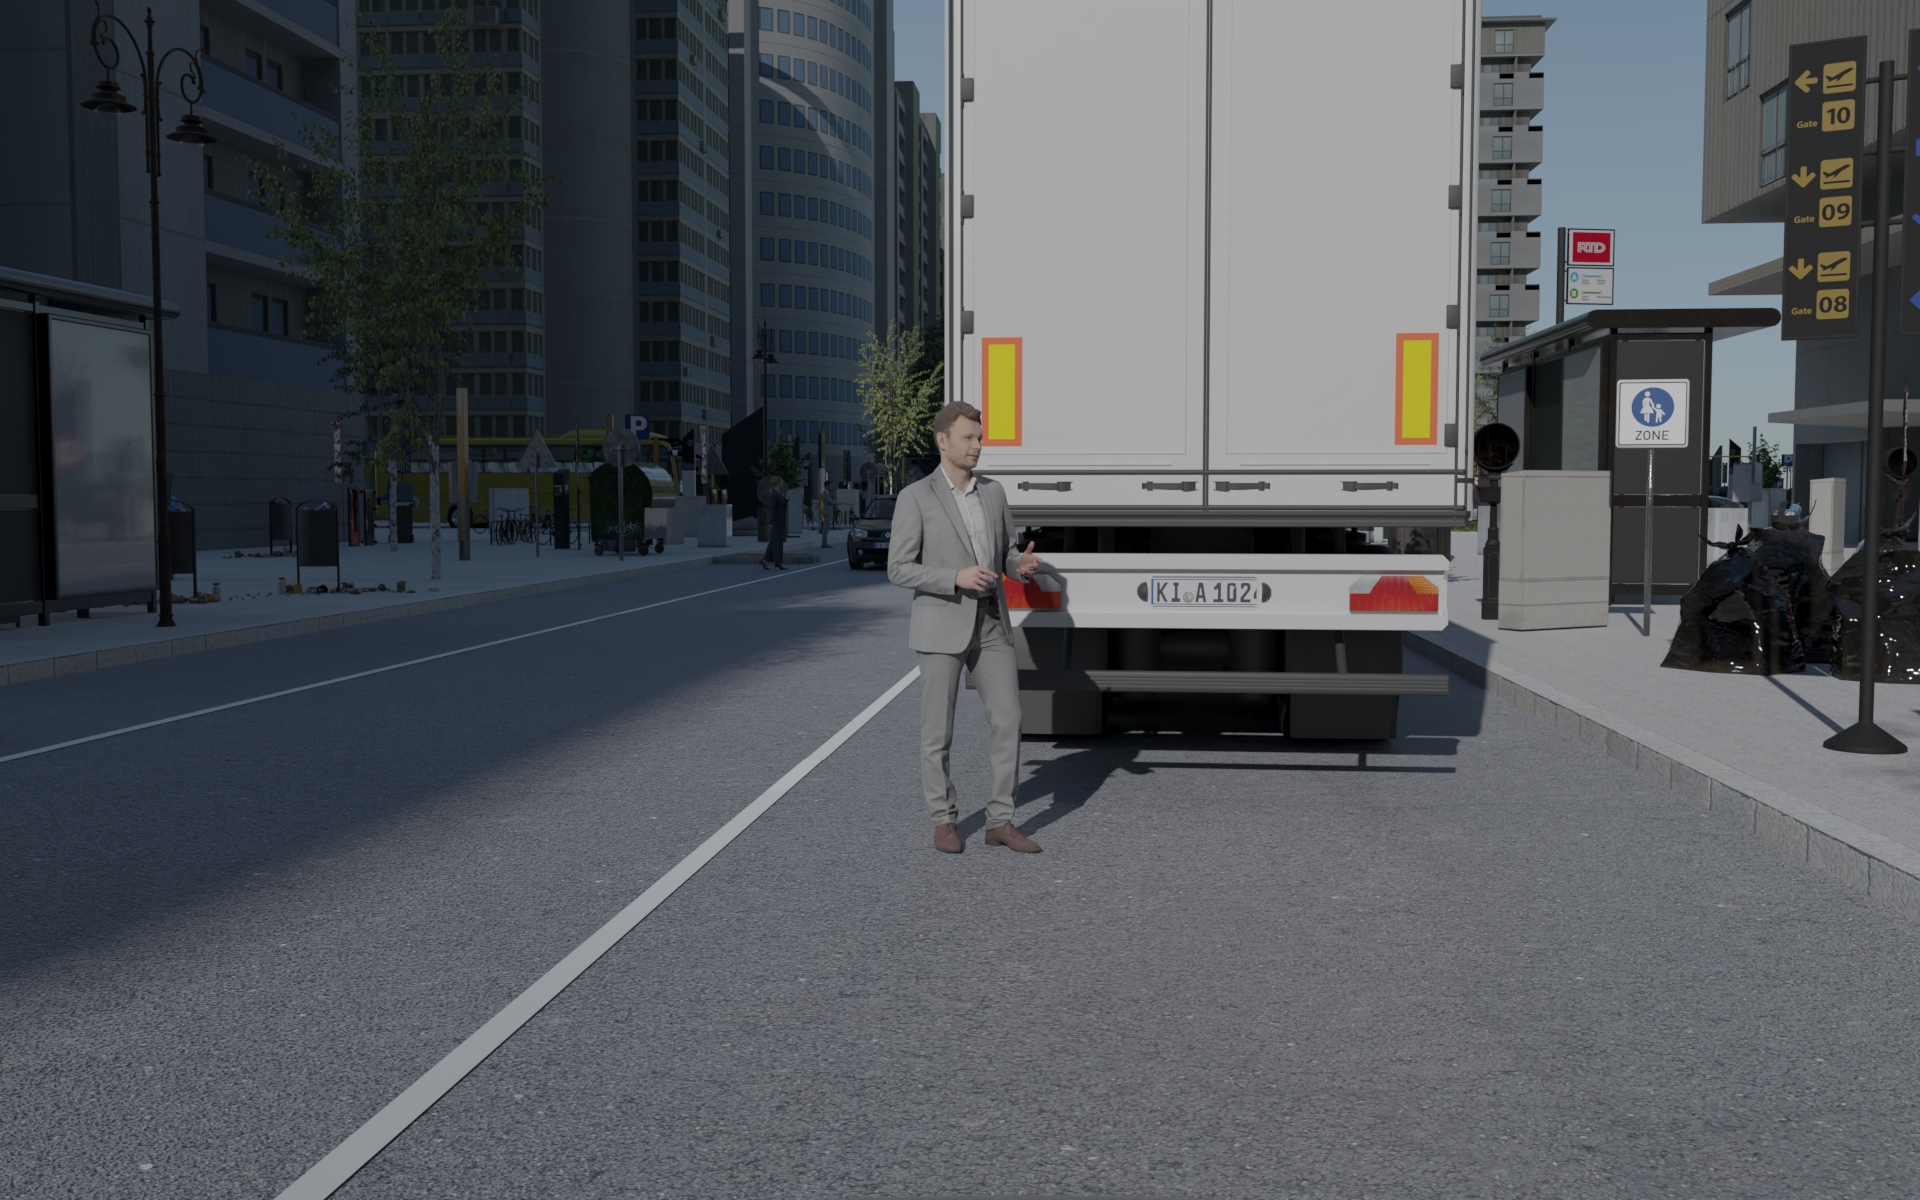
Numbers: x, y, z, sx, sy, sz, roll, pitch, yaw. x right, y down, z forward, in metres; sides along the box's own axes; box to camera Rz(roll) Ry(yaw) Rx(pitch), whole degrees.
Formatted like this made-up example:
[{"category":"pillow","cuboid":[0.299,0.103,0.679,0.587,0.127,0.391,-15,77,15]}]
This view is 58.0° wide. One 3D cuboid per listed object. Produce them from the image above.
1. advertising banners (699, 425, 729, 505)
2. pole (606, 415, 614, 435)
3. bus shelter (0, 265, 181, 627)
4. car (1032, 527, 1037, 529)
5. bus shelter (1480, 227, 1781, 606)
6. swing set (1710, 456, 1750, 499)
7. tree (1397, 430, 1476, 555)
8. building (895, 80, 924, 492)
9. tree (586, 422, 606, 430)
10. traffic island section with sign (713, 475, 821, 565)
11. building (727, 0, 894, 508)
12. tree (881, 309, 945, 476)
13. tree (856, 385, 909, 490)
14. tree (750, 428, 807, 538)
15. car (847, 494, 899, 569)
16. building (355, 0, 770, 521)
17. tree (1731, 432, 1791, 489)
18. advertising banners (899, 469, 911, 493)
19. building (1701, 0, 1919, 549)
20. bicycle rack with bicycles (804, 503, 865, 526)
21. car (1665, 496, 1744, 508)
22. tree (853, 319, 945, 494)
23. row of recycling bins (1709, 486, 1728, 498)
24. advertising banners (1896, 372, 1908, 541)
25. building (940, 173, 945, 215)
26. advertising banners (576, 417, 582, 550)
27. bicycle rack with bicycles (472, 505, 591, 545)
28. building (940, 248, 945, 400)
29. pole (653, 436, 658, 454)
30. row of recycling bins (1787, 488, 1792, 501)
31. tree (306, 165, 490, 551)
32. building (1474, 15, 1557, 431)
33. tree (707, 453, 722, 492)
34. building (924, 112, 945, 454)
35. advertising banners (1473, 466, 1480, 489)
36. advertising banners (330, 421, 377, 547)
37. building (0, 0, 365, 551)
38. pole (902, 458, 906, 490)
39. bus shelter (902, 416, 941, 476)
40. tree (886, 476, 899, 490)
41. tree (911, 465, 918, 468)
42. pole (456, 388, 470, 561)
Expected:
[{"category":"advertising banners","cuboid":[-6.387,-2.983,44.966,0.090,3.025,2.074,1,4,12]},{"category":"pole","cuboid":[-9.010,-3.110,44.688,0.158,3.312,0.155,0,3,0]},{"category":"bus shelter","cuboid":[-9.880,-2.250,14.412,2.179,5.291,8.768,0,4,5]},{"category":"car","cuboid":[2.004,-1.095,26.697,1.959,1.807,4.718,0,4,7]},{"category":"bus shelter","cuboid":[8.585,-2.827,23.857,2.179,5.291,8.768,0,4,5]},{"category":"swing set","cuboid":[31.026,-4.476,70.796,3.119,2.851,2.862,-1,4,-12]},{"category":"tree","cuboid":[5.963,-1.720,22.723,1.663,3.219,1.824,0,3,0]},{"category":"building","cuboid":[-11.630,-29.574,167.133,14.154,41.232,14.086,0,4,5]},{"category":"tree","cuboid":[-16.338,-5.848,79.326,4.285,4.588,4.351,0,3,0]},{"category":"traffic island section with sign","cuboid":[-3.980,-1.686,36.195,1.989,1.847,2.006,0,4,5]},{"category":"building","cuboid":[-17.072,-35.721,126.034,21.231,58.520,28.212,0,4,5]},{"category":"tree","cuboid":[-0.219,-11.541,105.705,9.611,12.733,9.660,0,3,0]},{"category":"tree","cuboid":[-4.907,-10.156,116.419,4.360,8.622,3.978,0,3,0]},{"category":"tree","cuboid":[-5.368,-3.454,51.078,1.663,3.219,1.824,0,3,0]},{"category":"car","cuboid":[-1.102,-1.491,34.165,2.009,1.686,4.222,0,4,7]},{"category":"building","cuboid":[-25.832,-24.547,93.230,32.217,40.220,23.993,0,4,5]},{"category":"tree","cuboid":[25.186,-3.676,54.705,1.663,3.219,1.824,0,3,0]},{"category":"advertising banners","cuboid":[-4.244,-7.589,120.261,2.074,3.025,0.090,-2,4,-25]},{"category":"building","cuboid":[32.342,-27.084,32.057,28.713,52.752,27.495,0,4,5]},{"category":"bicycle rack with bicycles","cuboid":[-5.407,-3.482,70.320,2.852,0.926,2.925,0,4,-4]},{"category":"car","cuboid":[27.503,-3.105,63.126,4.827,1.381,2.083,0,4,5]},{"category":"tree","cuboid":[-2.727,-7.559,73.945,4.737,8.622,4.395,0,3,0]},{"category":"row of recycling bins","cuboid":[37.771,-4.849,86.392,3.534,1.692,1.069,-1,4,-16]},{"category":"advertising banners","cuboid":[13.274,-1.725,24.388,0.090,3.025,2.074,2,4,30]},{"category":"building","cuboid":[-5.786,-39.188,264.432,21.300,48.544,21.600,0,4,5]},{"category":"advertising banners","cuboid":[-8.758,-2.665,39.755,0.090,3.025,2.074,-1,4,-11]},{"category":"bicycle rack with bicycles","cuboid":[-10.912,-1.887,44.239,2.852,0.926,2.925,1,4,22]},{"category":"building","cuboid":[-9.186,-25.934,195.718,14.160,30.474,14.107,0,4,5]},{"category":"pole","cuboid":[-10.690,-4.103,60.930,0.158,3.312,0.155,0,3,0]},{"category":"row of recycling bins","cuboid":[50.071,-5.775,101.535,3.534,1.692,1.069,-1,4,-17]},{"category":"tree","cuboid":[-12.735,-5.414,38.885,4.360,8.622,3.978,0,3,0]},{"category":"building","cuboid":[47.761,-36.806,191.016,28.713,52.752,27.495,0,4,5]},{"category":"tree","cuboid":[-10.830,-5.162,79.000,1.663,3.219,1.824,0,3,0]},{"category":"building","cuboid":[-9.666,-30.427,181.070,14.154,41.232,14.086,0,4,5]},{"category":"advertising banners","cuboid":[25.652,-5.623,88.127,0.090,3.025,2.074,-3,4,-38]},{"category":"advertising banners","cuboid":[-14.803,-2.819,42.275,0.090,3.025,2.074,1,4,9]},{"category":"building","cuboid":[-30.616,-30.611,42.483,28.212,58.520,21.231,0,4,5]},{"category":"pole","cuboid":[-3.133,-6.323,97.230,0.158,3.312,0.155,0,3,0]},{"category":"bus shelter","cuboid":[-1.639,-6.996,92.009,2.179,5.291,8.768,0,4,6]},{"category":"tree","cuboid":[-5.087,-7.936,124.357,1.663,3.219,1.824,0,3,0]},{"category":"tree","cuboid":[-2.697,-9.775,143.531,4.285,4.588,4.351,0,3,0]},{"category":"pole","cuboid":[-9.581,-2.420,33.404,0.158,3.312,0.155,0,3,0]}]
